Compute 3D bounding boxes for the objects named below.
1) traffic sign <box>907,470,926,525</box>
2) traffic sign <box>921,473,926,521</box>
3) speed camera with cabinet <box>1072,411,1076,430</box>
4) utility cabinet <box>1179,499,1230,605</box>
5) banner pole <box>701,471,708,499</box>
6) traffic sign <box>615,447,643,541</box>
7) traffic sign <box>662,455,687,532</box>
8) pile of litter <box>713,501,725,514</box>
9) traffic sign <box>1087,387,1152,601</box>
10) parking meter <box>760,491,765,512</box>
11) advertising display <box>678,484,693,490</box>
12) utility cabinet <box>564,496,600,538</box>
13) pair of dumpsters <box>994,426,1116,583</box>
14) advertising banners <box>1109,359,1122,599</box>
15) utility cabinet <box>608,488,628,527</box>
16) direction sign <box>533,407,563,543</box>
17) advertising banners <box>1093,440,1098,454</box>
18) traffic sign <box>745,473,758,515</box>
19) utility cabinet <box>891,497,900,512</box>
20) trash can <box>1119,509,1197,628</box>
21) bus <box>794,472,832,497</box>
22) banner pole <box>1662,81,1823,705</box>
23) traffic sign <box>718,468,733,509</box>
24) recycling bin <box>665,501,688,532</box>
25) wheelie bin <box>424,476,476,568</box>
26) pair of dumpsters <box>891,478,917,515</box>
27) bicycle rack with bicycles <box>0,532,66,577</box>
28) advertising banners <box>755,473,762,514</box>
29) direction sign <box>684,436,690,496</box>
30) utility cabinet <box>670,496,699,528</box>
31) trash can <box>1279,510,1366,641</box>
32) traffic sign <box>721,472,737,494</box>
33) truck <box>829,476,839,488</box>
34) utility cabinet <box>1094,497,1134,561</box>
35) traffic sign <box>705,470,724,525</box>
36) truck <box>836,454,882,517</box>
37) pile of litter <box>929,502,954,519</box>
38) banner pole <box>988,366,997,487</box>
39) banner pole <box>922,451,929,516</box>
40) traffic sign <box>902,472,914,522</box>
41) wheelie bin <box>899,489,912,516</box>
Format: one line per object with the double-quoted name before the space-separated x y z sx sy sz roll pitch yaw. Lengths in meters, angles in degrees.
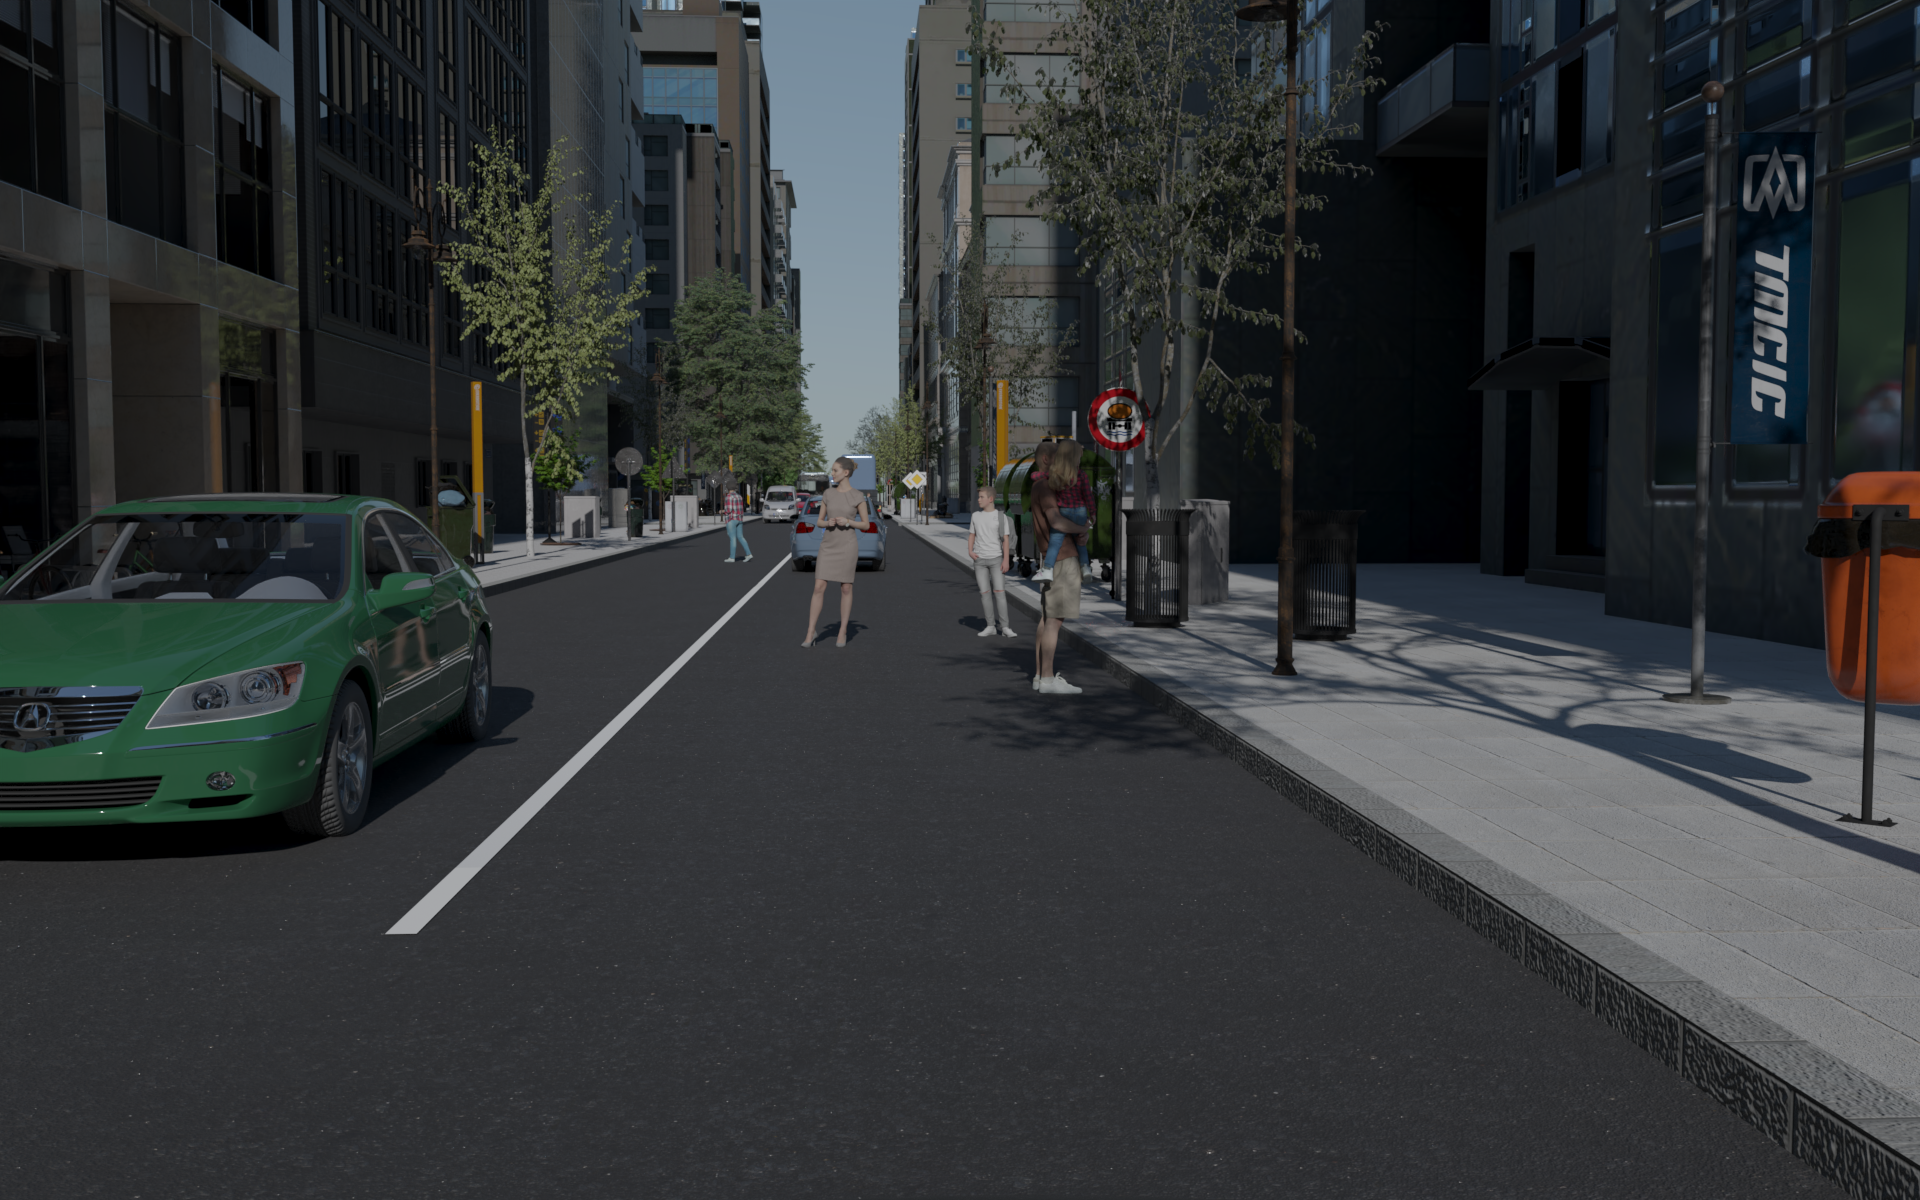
"traffic sign" -1.771 -4.147 71.453 0.795 2.450 0.064 0 4 -4
"traffic sign" -1.787 -4.821 80.949 0.606 2.300 0.079 0 4 0
"speed camera with cabinet" 2.105 -2.862 41.133 2.038 3.252 0.660 -1 4 -14
"utility cabinet" 2.908 -0.572 20.517 0.306 1.237 1.020 2 4 26
"banner pole" -16.491 -7.453 111.870 0.401 3.779 0.863 2 4 28
"traffic sign" -9.019 -2.880 47.195 0.768 2.556 0.104 0 4 1
"traffic sign" -9.616 -3.557 58.166 0.884 2.594 0.081 0 4 4
"pile of litter" -15.157 -5.854 109.685 1.719 0.858 1.176 0 4 6
"traffic sign" 1.903 -1.261 20.729 0.768 2.556 0.104 0 4 1
"parking meter" -14.214 -7.121 124.836 0.372 1.533 0.369 0 3 0
"advertising display" -17.699 -6.519 111.803 0.974 1.923 0.123 1 4 12
"utility cabinet" -11.148 -2.442 51.080 1.020 1.237 0.306 1 4 14
"pair of dumpsters" 1.482 -1.502 27.057 1.574 2.255 4.437 0 4 -4
"advertising banners" 1.991 -1.576 21.956 0.090 3.025 2.074 0 4 8
"utility cabinet" -13.080 -3.523 66.285 0.318 1.500 1.173 1 4 12
"direction sign" -10.778 -3.265 45.381 0.379 3.537 0.876 3 5 44
"advertising banners" 4.005 -3.504 53.477 0.090 3.025 2.074 -1 4 -8
"traffic sign" -12.834 -6.517 106.661 0.768 2.556 0.104 0 4 0
"utility cabinet" -4.311 -6.763 121.734 1.020 1.237 0.306 1 4 14
"trash can" 1.906 -0.310 16.728 0.748 1.137 0.748 0 3 0
"bus" -12.005 -8.985 141.764 2.948 3.499 13.247 0 4 -5
"banner pole" 4.795 -1.259 10.606 0.863 3.779 0.401 0 4 2
"traffic sign" -11.424 -5.147 84.261 0.768 2.556 0.104 0 4 -2
"recycling bin" -9.615 -2.825 58.749 0.722 1.027 0.722 0 4 -6
"wheelie bin" -8.731 -1.331 29.670 0.693 1.594 0.980 -3 5 -42
"pair of dumpsters" -3.348 -6.288 105.296 1.574 2.255 4.437 0 4 -4
"bicycle rack with bicycles" -7.726 -0.201 16.670 2.925 0.926 2.852 2 4 31
"advertising banners" -13.057 -7.112 112.466 0.090 3.025 2.074 0 4 7
"direction sign" -10.626 -4.620 67.526 0.379 3.537 0.876 -1 4 -23
"utility cabinet" -10.408 -3.322 65.469 1.020 1.237 0.306 0 4 4
"trash can" 3.189 -0.222 15.279 0.748 1.137 0.748 0 3 0
"traffic sign" -10.542 -4.605 78.935 0.795 2.450 0.064 0 4 -4
"truck" -19.835 -17.123 269.718 2.967 4.110 18.799 0 4 -4
"utility cabinet" 2.979 -1.374 33.635 0.306 1.237 1.020 3 4 37
"traffic sign" -10.050 -4.118 70.965 0.795 2.450 0.064 0 4 -4
"truck" -6.472 -7.437 111.349 2.967 4.110 18.799 0 4 -4
"pile of litter" -0.849 -4.722 91.165 1.719 0.858 1.176 1 4 20
"banner pole" 0.653 -2.703 34.217 0.401 3.779 0.863 1 4 12
"banner pole" -2.002 -6.833 101.732 0.401 3.779 0.863 2 4 27
"traffic sign" -2.262 -4.635 79.423 0.795 2.450 0.064 0 4 -4
"wheelie bin" -3.074 -5.538 98.450 0.693 1.594 0.980 -1 4 -19
